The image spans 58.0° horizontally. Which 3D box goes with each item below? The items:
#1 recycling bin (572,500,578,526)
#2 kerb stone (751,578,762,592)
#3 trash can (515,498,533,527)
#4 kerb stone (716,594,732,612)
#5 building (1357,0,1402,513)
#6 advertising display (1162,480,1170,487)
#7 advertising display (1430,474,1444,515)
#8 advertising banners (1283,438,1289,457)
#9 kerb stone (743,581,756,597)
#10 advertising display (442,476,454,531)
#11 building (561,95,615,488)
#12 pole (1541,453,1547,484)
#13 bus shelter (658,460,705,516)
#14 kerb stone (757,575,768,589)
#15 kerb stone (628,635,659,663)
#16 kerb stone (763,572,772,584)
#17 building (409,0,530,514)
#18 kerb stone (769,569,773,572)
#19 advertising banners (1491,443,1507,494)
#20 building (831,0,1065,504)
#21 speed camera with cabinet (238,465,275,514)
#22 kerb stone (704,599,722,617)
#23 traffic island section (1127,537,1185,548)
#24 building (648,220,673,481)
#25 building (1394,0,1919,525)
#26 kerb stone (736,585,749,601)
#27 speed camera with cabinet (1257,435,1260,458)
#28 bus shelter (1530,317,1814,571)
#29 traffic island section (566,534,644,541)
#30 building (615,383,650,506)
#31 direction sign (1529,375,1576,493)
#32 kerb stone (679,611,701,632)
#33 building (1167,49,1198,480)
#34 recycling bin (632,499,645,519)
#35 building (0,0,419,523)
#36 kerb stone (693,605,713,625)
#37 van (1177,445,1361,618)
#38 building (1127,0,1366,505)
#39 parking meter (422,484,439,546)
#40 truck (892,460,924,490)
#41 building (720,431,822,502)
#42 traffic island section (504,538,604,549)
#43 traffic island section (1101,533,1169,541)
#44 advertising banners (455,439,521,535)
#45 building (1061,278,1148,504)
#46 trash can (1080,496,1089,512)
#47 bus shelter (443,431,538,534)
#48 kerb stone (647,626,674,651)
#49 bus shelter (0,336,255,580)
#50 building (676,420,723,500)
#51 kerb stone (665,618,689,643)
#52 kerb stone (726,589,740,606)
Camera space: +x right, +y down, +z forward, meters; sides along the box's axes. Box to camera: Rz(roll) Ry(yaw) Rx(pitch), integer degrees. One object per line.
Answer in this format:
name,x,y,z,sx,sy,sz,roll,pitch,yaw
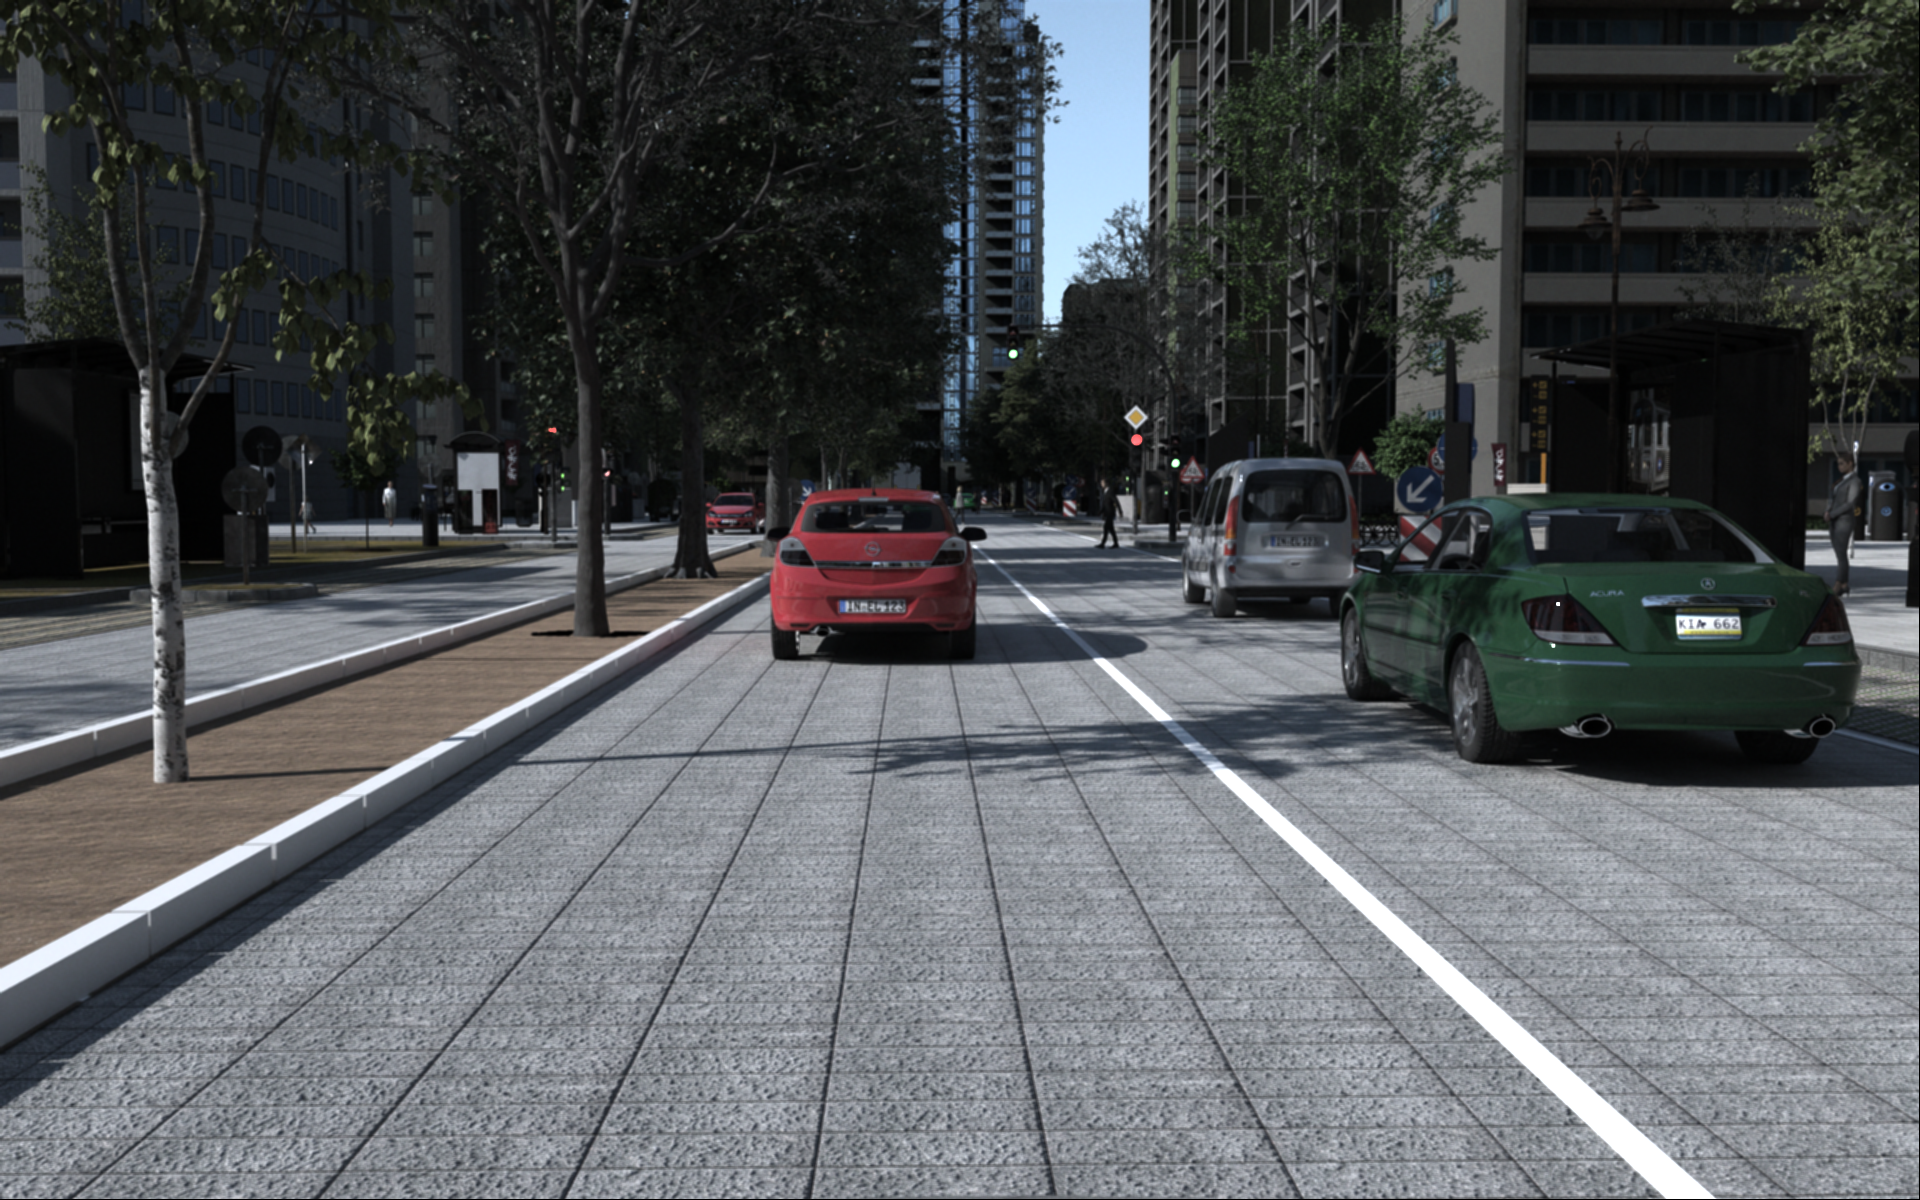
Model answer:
recycling bin,-15.197,-3.483,69.494,0.722,1.027,0.722,-1,4,-21
kerb stone,-3.030,-0.189,25.287,0.120,0.150,1.000,0,4,-1
trash can,-16.932,-3.403,67.285,0.748,1.137,0.748,0,3,0
kerb stone,-2.937,0.061,21.193,0.120,0.150,1.000,0,4,-1
building,29.463,-43.218,144.859,20.563,71.187,20.611,0,4,-1
advertising display,9.596,-4.601,80.437,0.123,1.923,0.974,-1,4,-16
advertising display,15.100,-2.980,53.931,0.974,1.923,0.123,-1,4,-17
advertising banners,10.658,-3.623,55.430,0.090,3.025,2.074,2,4,30
kerb stone,-3.005,-0.126,24.262,0.120,0.150,1.000,0,4,-1
advertising display,-17.588,-3.386,60.569,0.974,1.923,0.123,-2,4,-31
building,-40.398,-31.504,138.799,21.300,48.544,21.600,0,4,-1
pole,18.622,-3.758,55.288,0.158,3.312,0.155,0,3,0
bus shelter,-16.463,-6.649,102.639,2.014,3.302,5.546,0,4,-1
kerb stone,-3.056,-0.249,26.312,0.120,0.150,1.000,0,4,-1
kerb stone,-2.779,0.438,15.054,0.120,0.150,1.000,0,4,-1
kerb stone,-3.085,-0.312,27.341,0.120,0.150,1.000,0,4,-1
building,-35.983,-26.333,114.145,14.154,41.232,14.086,0,4,-1
kerb stone,-3.106,-0.372,28.363,0.120,0.150,1.000,0,4,-1
advertising banners,19.296,-3.878,59.600,2.074,3.025,0.090,0,4,3
building,-1.780,-56.514,236.678,31.000,86.520,22.319,0,4,-1
speed camera with cabinet,-22.635,-3.736,55.423,0.660,3.252,2.038,0,4,3
kerb stone,-2.915,0.124,20.165,0.120,0.150,1.000,0,4,-1
traffic island section,5.754,-1.497,46.762,2.009,0.180,2.903,0,4,-1
building,-37.773,-25.235,184.301,14.107,30.474,14.160,0,4,-1
building,31.900,-27.873,79.425,21.600,48.544,21.300,0,4,-1
kerb stone,-2.978,-0.063,23.240,0.120,0.150,1.000,0,4,-1
speed camera with cabinet,10.042,-3.913,58.309,0.660,3.252,2.038,2,4,26
bus shelter,10.504,-2.134,26.169,1.731,3.624,6.357,0,4,-1
traffic island section,-11.079,-1.961,54.342,2.009,0.180,2.903,0,4,-1
building,-36.380,-28.951,156.935,14.154,41.232,14.086,0,4,-1
direction sign,11.269,-2.507,32.988,0.876,3.537,0.379,0,4,-3
kerb stone,-2.858,0.249,18.119,0.120,0.150,1.000,0,4,-1
building,26.447,-29.341,163.320,14.154,41.232,14.086,0,4,-1
recycling bin,-16.805,-4.709,89.545,0.722,1.027,0.722,3,5,40
building,-40.018,-32.881,79.602,21.231,58.520,28.212,0,4,-1
kerb stone,-2.883,0.187,19.143,0.120,0.150,1.000,0,4,-1
van,3.763,-0.880,21.398,2.013,2.044,4.112,0,4,0
building,29.013,-45.397,180.490,20.563,71.187,20.611,0,4,-1
parking meter,-13.042,-2.093,42.630,0.372,1.533,0.369,0,3,0
truck,-4.442,-9.655,146.779,2.839,4.237,11.283,0,4,-1
building,-24.999,-28.234,233.330,14.107,30.474,14.160,0,4,-1
traffic island section,-10.883,-1.473,46.359,2.009,0.180,2.903,0,4,-1
traffic island section,5.557,-1.986,54.745,2.009,0.180,2.903,0,4,-1
advertising banners,-14.971,-3.597,55.006,2.074,3.025,0.090,-1,4,-19
building,21.276,-28.354,235.291,14.107,30.474,14.160,0,4,-1
trash can,8.834,-6.772,122.372,0.748,1.137,0.748,0,3,0
bus shelter,-15.706,-3.958,58.631,2.014,3.302,5.546,0,4,-1
kerb stone,-2.807,0.375,16.075,0.120,0.150,1.000,0,4,-1
bus shelter,-13.741,-2.298,28.861,1.731,3.624,6.357,0,4,-1
building,-44.430,-33.662,242.252,23.993,40.220,32.217,0,4,-1
kerb stone,-2.825,0.312,17.097,0.120,0.150,1.000,0,4,-1
kerb stone,-2.960,-0.001,22.215,0.120,0.150,1.000,0,4,-1
